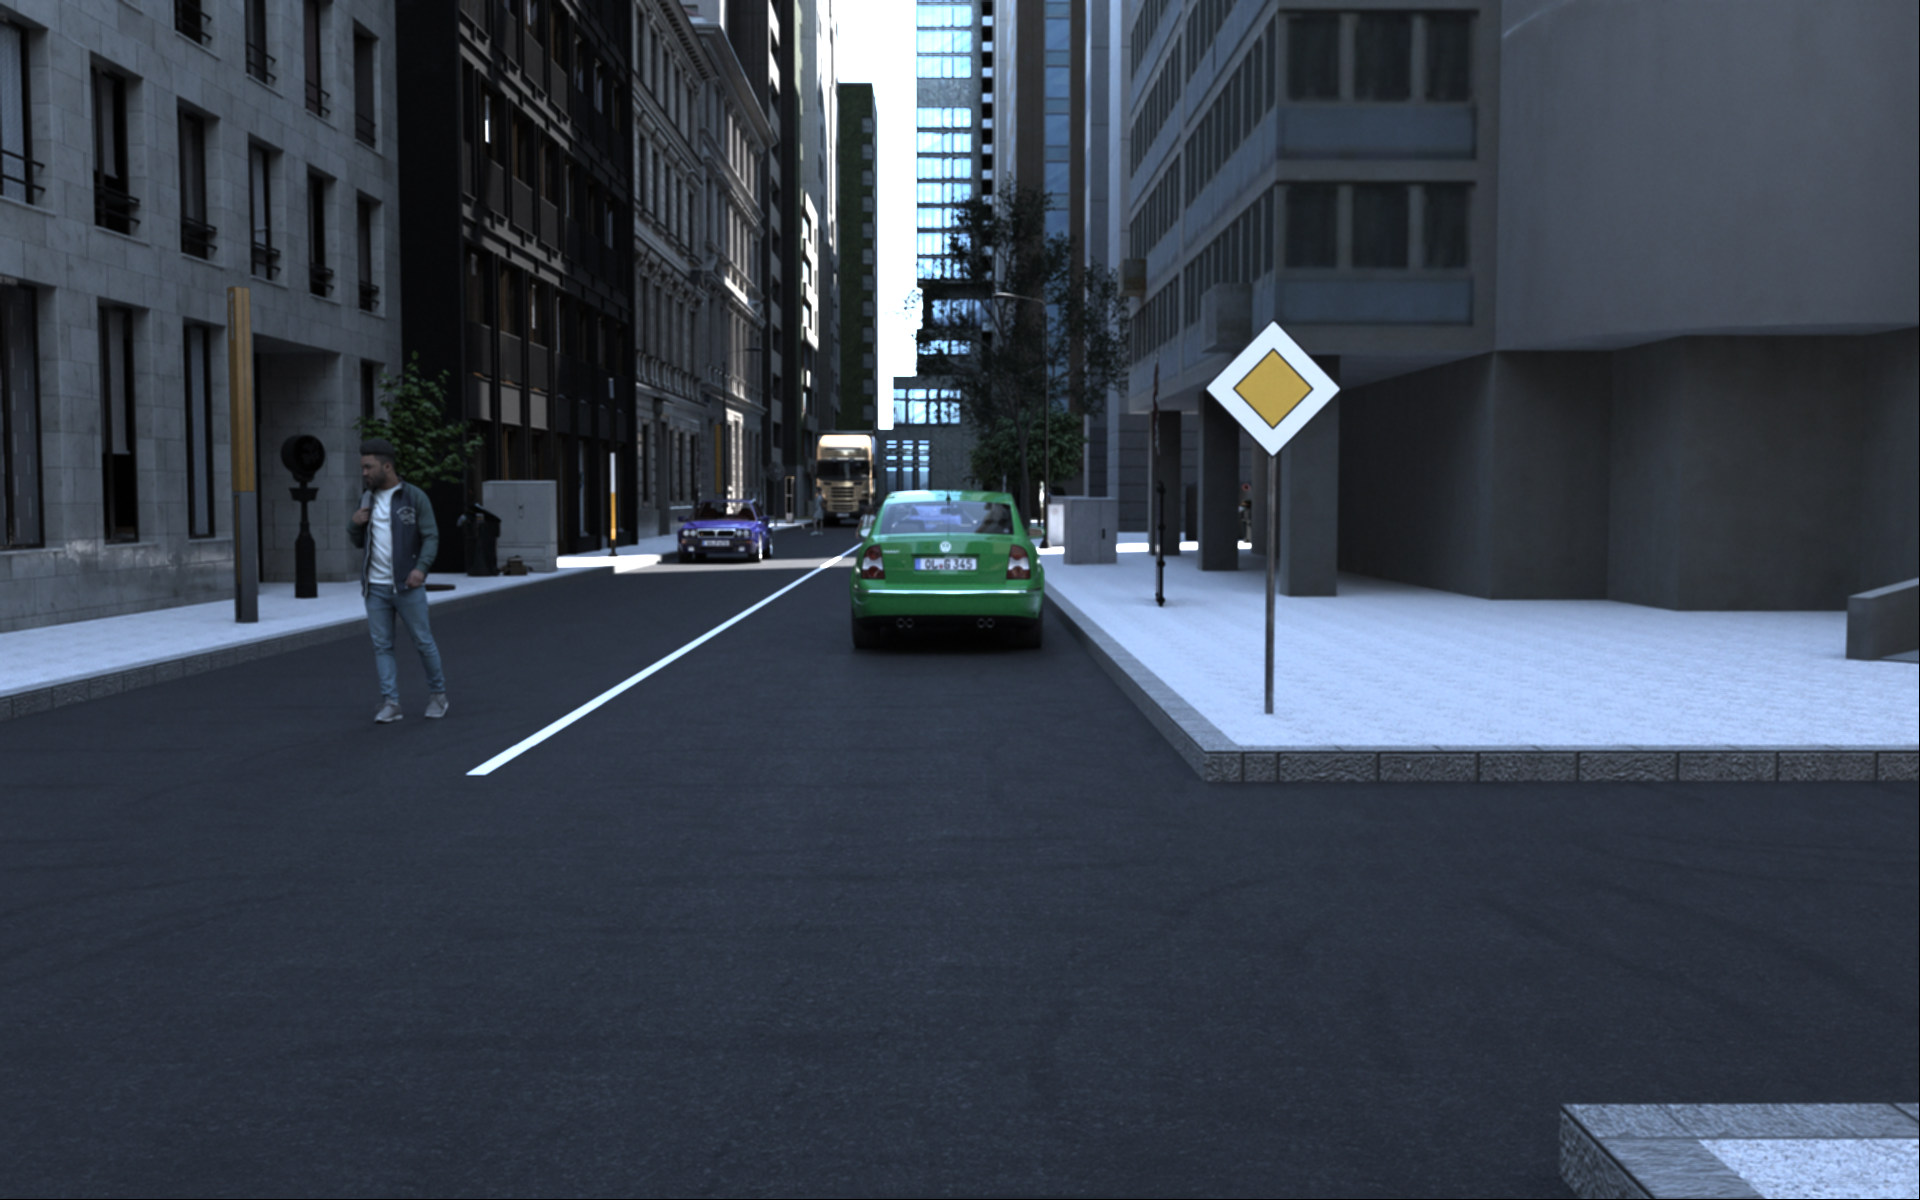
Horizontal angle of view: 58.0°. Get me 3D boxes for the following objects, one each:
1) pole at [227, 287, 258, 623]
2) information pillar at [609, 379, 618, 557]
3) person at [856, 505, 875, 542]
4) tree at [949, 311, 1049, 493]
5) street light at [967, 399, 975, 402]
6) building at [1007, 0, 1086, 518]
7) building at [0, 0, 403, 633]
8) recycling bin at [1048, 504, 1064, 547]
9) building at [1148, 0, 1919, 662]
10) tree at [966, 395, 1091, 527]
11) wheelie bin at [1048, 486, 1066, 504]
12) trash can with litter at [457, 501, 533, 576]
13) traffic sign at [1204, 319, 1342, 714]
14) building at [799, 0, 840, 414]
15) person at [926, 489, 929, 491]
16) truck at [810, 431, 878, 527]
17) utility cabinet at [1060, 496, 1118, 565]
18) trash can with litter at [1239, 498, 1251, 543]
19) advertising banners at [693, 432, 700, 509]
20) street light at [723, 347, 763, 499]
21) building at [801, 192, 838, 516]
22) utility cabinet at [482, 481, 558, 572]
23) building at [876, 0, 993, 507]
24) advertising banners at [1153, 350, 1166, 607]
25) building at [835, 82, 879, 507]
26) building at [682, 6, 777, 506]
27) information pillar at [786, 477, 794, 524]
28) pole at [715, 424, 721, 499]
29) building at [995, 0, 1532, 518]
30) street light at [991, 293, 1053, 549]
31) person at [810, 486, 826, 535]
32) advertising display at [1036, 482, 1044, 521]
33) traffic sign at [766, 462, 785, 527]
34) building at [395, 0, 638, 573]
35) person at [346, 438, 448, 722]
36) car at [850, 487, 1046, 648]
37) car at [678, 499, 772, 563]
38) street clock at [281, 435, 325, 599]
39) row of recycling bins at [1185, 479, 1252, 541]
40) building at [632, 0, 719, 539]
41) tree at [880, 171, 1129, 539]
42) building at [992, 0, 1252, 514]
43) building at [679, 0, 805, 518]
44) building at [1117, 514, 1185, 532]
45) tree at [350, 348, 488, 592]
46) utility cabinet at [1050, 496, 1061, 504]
[{"bbox_3d":[-7.124,-1.428,17.199,0.158,3.312,0.155,0,3,0],"label":"pole"},{"bbox_3d":[-7.048,-2.677,35.117,0.183,3.616,0.504,-1,4,-13],"label":"information pillar"},{"bbox_3d":[-1.856,-1.274,34.348,0.505,1.210,0.382,1,4,21],"label":"person"},{"bbox_3d":[1.700,-7.288,69.516,4.360,8.622,3.978,0,3,0],"label":"tree"},{"bbox_3d":[1.030,-6.888,85.162,1.470,5.913,1.316,0,4,0],"label":"street light"},{"bbox_3d":[9.837,-27.461,99.101,14.600,45.320,14.200,0,4,0],"label":"building"},{"bbox_3d":[-14.052,-10.040,18.904,10.420,20.320,16.860,0,4,0],"label":"building"},{"bbox_3d":[2.542,-1.818,42.280,0.722,1.027,0.722,1,4,11],"label":"recycling bin"},{"bbox_3d":[15.254,-20.451,26.256,23.993,40.220,32.217,0,4,0],"label":"building"},{"bbox_3d":[2.645,-4.434,56.206,4.285,4.588,4.351,0,3,0],"label":"tree"},{"bbox_3d":[3.999,-3.931,72.174,0.980,1.594,0.693,-2,4,-35],"label":"wheelie bin"},{"bbox_3d":[-7.299,-0.967,27.202,1.055,1.170,0.624,-3,4,-36],"label":"trash can with litter"},{"bbox_3d":[1.803,-0.392,10.056,0.795,2.450,0.064,0,4,0],"label":"traffic sign"},{"bbox_3d":[-23.834,-33.974,144.707,27.495,52.752,28.713,0,4,0],"label":"building"},{"bbox_3d":[-1.912,-5.909,105.908,0.742,1.727,0.445,-3,5,-45],"label":"person"},{"bbox_3d":[-5.121,-5.514,79.065,2.839,4.237,11.283,0,4,-1],"label":"truck"},{"bbox_3d":[2.399,-1.261,31.779,1.020,1.237,0.306,-2,4,-31],"label":"utility cabinet"},{"bbox_3d":[7.676,-2.074,45.301,0.624,1.170,1.055,2,4,33],"label":"trash can with litter"},{"bbox_3d":[-7.569,-3.275,49.730,0.090,3.025,2.074,-1,4,-12],"label":"advertising banners"},{"bbox_3d":[-6.933,-5.043,55.000,1.470,5.913,1.316,0,4,0],"label":"street light"},{"bbox_3d":[-22.726,-16.428,113.631,27.650,21.520,28.899,0,4,0],"label":"building"},{"bbox_3d":[-7.221,-1.206,28.403,1.173,1.500,0.318,1,4,12],"label":"utility cabinet"},{"bbox_3d":[7.155,-53.001,179.232,31.000,86.520,22.319,0,4,0],"label":"building"},{"bbox_3d":[2.365,-1.492,20.588,0.090,3.025,2.074,0,4,5],"label":"advertising banners"},{"bbox_3d":[-15.346,-30.093,175.617,14.086,41.232,14.154,0,4,0],"label":"building"},{"bbox_3d":[-14.474,-14.477,72.858,11.583,22.565,21.152,0,4,0],"label":"building"},{"bbox_3d":[-7.329,-4.291,74.652,0.304,2.012,0.304,1,4,9],"label":"information pillar"},{"bbox_3d":[-7.094,-3.482,50.775,0.158,3.312,0.155,0,3,0],"label":"pole"},{"bbox_3d":[18.576,-26.086,118.393,32.217,40.220,23.993,0,4,0],"label":"building"},{"bbox_3d":[1.455,-4.140,40.233,1.470,5.913,1.316,0,4,0],"label":"street light"},{"bbox_3d":[-4.973,-3.151,61.028,0.522,1.701,0.512,1,4,8],"label":"person"},{"bbox_3d":[3.918,-4.751,82.893,0.123,1.923,0.974,2,4,28],"label":"advertising display"},{"bbox_3d":[-7.234,-4.146,67.894,0.768,2.556,0.104,0,4,4],"label":"traffic sign"},{"bbox_3d":[-14.219,-12.566,35.126,12.332,23.373,15.834,0,4,0],"label":"building"},{"bbox_3d":[-3.585,-0.131,10.982,0.623,1.781,0.721,0,4,1],"label":"person"},{"bbox_3d":[-0.092,-0.531,17.475,1.959,1.807,4.718,0,4,1],"label":"car"},{"bbox_3d":[-5.042,-1.518,37.403,1.945,1.354,3.894,0,4,-1],"label":"car"},{"bbox_3d":[-8.071,-1.025,21.324,0.358,2.002,0.471,2,4,34],"label":"street clock"},{"bbox_3d":[7.463,-2.525,48.398,1.069,1.692,3.534,3,5,43],"label":"row of recycling bins"},{"bbox_3d":[-13.825,-11.508,52.788,10.561,19.102,19.286,0,4,0],"label":"building"},{"bbox_3d":[1.937,-7.038,49.491,8.767,10.594,7.601,0,4,-3],"label":"tree"},{"bbox_3d":[13.222,-36.890,145.149,21.231,58.520,28.212,0,4,0],"label":"building"},{"bbox_3d":[-15.928,-19.587,91.952,14.160,30.474,14.107,0,4,0],"label":"building"},{"bbox_3d":[15.666,-32.309,70.246,21.231,58.520,28.212,0,4,0],"label":"building"},{"bbox_3d":[-7.160,-1.745,23.137,1.663,3.219,1.824,0,3,0],"label":"tree"},{"bbox_3d":[3.202,-2.478,51.674,1.020,1.237,0.306,0,4,-3],"label":"utility cabinet"}]
